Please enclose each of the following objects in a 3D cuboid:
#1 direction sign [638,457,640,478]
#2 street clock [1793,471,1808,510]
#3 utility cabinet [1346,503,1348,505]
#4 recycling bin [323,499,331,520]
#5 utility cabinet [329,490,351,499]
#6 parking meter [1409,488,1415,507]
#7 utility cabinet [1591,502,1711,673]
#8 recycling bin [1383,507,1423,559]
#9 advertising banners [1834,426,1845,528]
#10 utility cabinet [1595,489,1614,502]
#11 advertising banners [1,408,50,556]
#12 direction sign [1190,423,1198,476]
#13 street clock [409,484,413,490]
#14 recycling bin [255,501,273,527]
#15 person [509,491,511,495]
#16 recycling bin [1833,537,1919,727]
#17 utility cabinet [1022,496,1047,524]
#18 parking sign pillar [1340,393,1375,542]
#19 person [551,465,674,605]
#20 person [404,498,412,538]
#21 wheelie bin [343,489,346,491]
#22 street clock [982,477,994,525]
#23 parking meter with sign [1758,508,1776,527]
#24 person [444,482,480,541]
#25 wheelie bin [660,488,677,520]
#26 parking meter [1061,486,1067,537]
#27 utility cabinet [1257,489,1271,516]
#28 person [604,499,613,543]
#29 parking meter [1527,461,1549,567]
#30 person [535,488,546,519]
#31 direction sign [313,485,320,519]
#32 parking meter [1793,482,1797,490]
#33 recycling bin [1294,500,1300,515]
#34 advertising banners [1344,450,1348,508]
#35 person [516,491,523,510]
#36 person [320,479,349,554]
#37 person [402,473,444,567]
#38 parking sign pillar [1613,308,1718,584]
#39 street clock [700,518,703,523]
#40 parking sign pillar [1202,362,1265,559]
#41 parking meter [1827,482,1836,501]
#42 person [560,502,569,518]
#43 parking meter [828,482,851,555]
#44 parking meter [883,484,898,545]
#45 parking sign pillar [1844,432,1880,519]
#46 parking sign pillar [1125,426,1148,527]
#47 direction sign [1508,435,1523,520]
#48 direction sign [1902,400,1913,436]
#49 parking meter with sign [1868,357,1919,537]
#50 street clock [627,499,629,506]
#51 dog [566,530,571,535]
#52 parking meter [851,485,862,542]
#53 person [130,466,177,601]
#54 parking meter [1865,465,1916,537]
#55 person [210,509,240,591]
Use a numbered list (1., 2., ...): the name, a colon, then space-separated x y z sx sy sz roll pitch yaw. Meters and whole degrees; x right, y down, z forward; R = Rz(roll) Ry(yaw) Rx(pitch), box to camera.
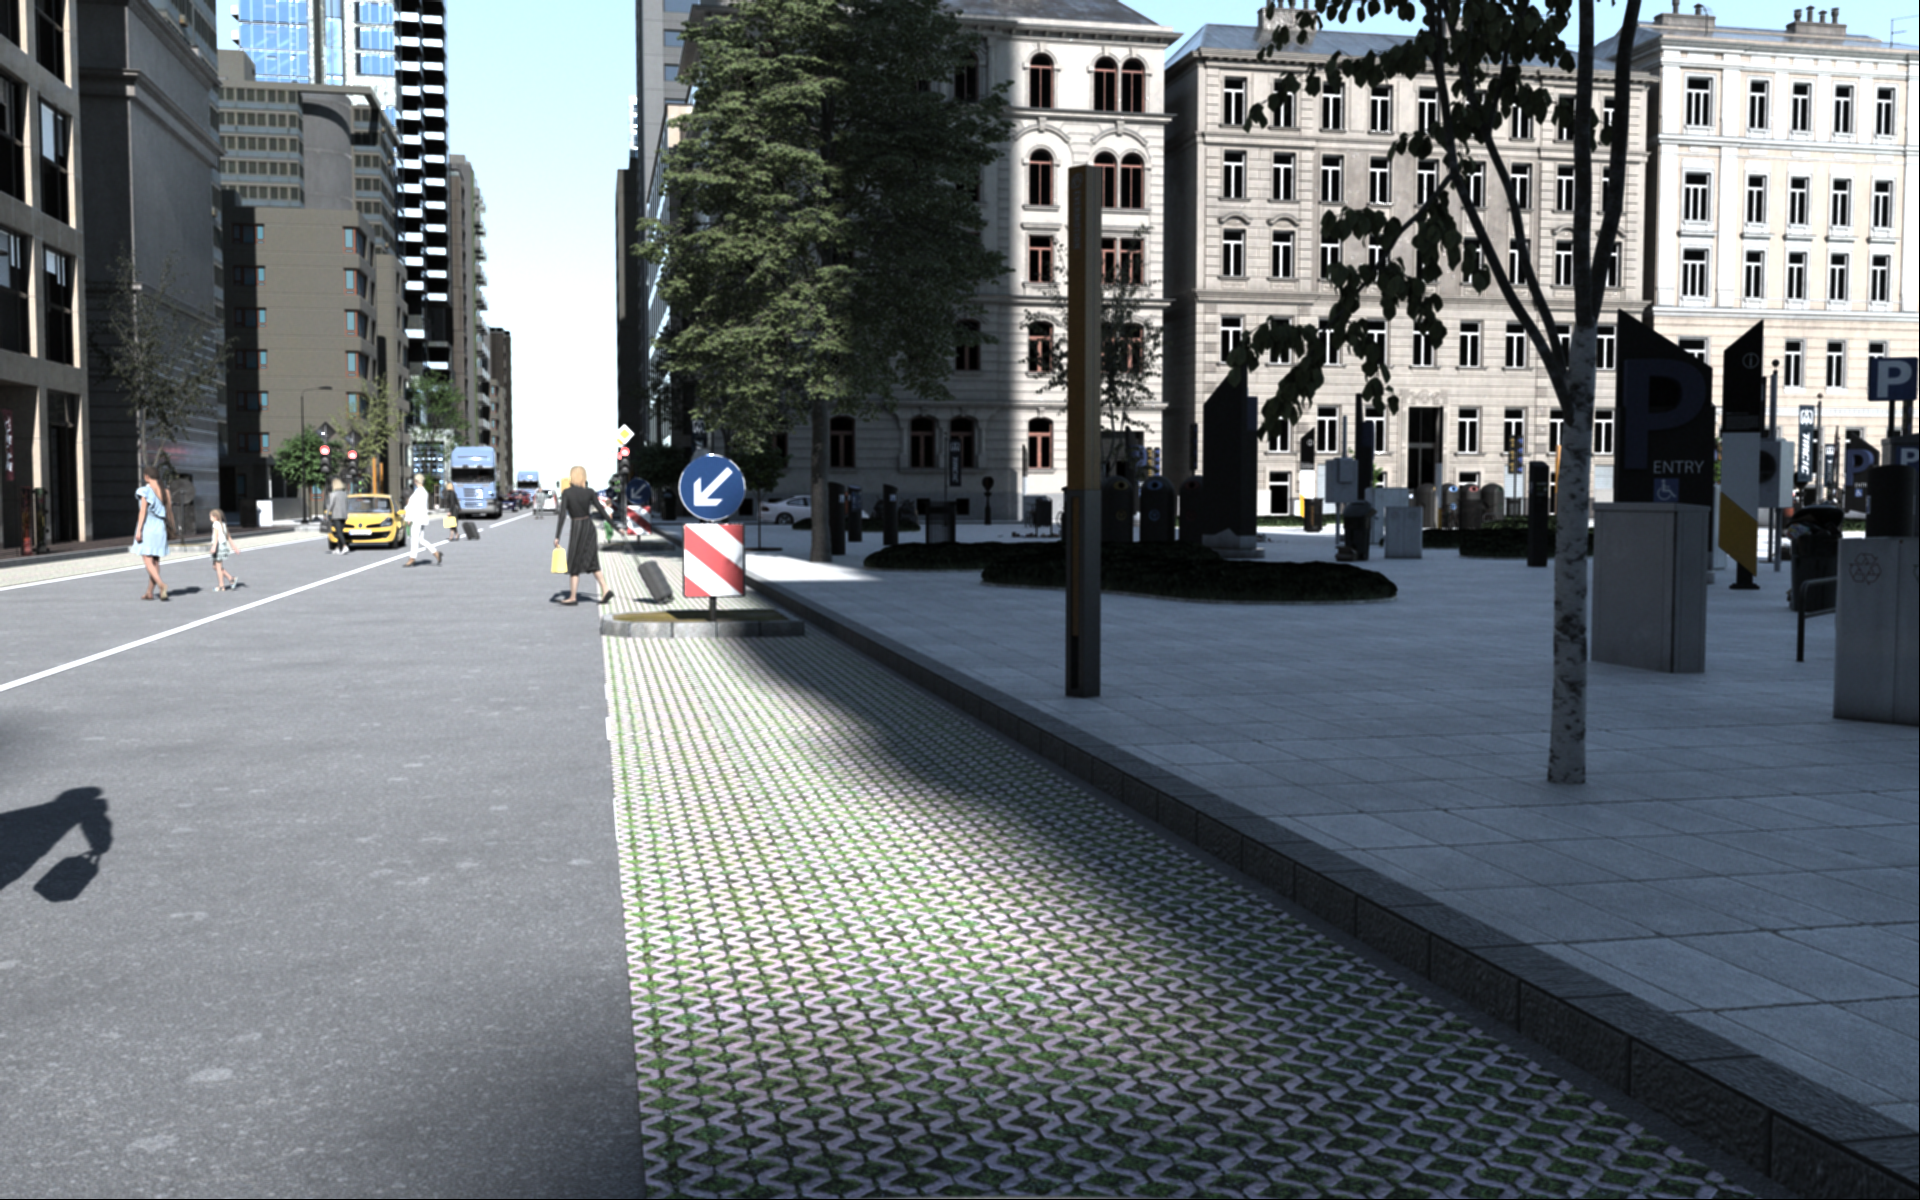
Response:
1. direction sign: -19.532 -6.945 105.553 0.379 3.537 0.876 -1 4 -22
2. street clock: 26.096 -3.010 53.784 0.471 2.002 0.358 2 4 32
3. utility cabinet: 12.331 -2.556 52.952 1.020 1.237 0.306 0 4 -3
4. recycling bin: -31.265 -4.509 86.271 0.722 1.027 0.722 -2 4 -30
5. utility cabinet: -36.193 -5.657 101.163 1.173 1.500 0.318 0 4 6
6. parking meter: 19.965 -4.184 76.820 0.372 1.533 0.369 0 3 0
7. utility cabinet: 5.115 -0.104 12.867 0.306 1.237 1.020 -1 4 -13
8. recycling bin: 8.882 -1.356 34.732 0.722 1.027 0.722 1 4 11
9. advertising banners: 22.168 -2.905 43.691 0.090 3.025 2.074 1 4 22
10. utility cabinet: 26.375 -3.765 70.236 1.173 1.500 0.318 3 5 45
11. advertising banners: -19.509 -2.444 36.145 0.090 3.025 2.074 0 4 -6
12. direction sign: 7.533 -3.909 55.909 0.379 3.537 0.876 0 4 -7
13. street clock: -40.500 -7.538 127.824 0.358 2.002 0.471 -1 4 -14
14. recycling bin: -27.246 -3.358 67.461 0.722 1.027 0.722 -3 4 -38
15. person: -56.567 -12.806 217.846 1.348 1.831 0.705 1 4 11
16. recycling bin: 5.486 0.166 9.837 0.722 1.027 0.722 -3 4 -39
17. utility cabinet: 3.185 -3.841 73.956 1.020 1.237 0.306 0 4 4
18. parking sign pillar: 10.964 -3.579 46.992 1.447 3.967 1.447 1 4 16
19. person: -4.504 -0.831 22.304 1.509 1.804 0.699 0 4 3
20. person: -17.836 -2.654 56.146 0.306 1.304 0.590 -2 4 -29
21. wheelie bin: -35.666 -5.611 99.642 0.980 1.594 0.693 1 4 9
22. street clock: 1.163 -4.139 72.239 0.358 2.002 0.471 3 5 45
23. parking meter with sign: 31.095 -4.311 66.742 1.738 3.016 0.543 1 4 21
24. person: -15.424 -2.739 53.507 0.699 1.804 1.509 2 4 29
25. wheelie bin: -14.274 -4.700 84.756 0.693 1.594 0.980 -2 4 -30
26. parking meter: 2.595 -2.004 41.169 0.372 1.533 0.369 0 3 0
27. utility cabinet: 14.328 -4.558 83.200 1.173 1.500 0.318 2 4 23
28. person: -9.449 -2.064 46.487 0.306 1.304 0.590 1 4 9
29. parking meter: 10.226 -1.524 30.631 0.255 1.863 0.399 0 4 1
30. person: -24.395 -5.627 100.603 0.635 1.810 0.391 -1 4 -13
31. direction sign: -32.635 -5.855 87.730 0.379 3.537 0.876 2 4 33
32. parking meter: 39.181 -4.640 81.582 0.255 1.863 0.399 0 4 -4
33. recycling bin: 13.987 -3.554 70.663 0.722 1.027 0.722 1 4 11
34. advertising banners: 15.201 -4.402 68.158 0.090 3.025 2.074 1 4 15
35. person: -40.650 -9.211 159.814 0.721 1.736 1.217 1 4 20
36. person: -14.883 -1.997 41.339 0.728 1.800 0.709 2 4 33
37. person: -10.632 -1.583 34.256 0.818 1.842 0.514 -1 4 -23
38. parking sign pillar: 10.181 -2.237 25.044 1.447 3.967 1.447 1 4 11
39. street clock: -7.178 -2.676 48.330 0.358 2.002 0.471 -1 4 -8
40. parking sign pillar: 5.439 -2.841 34.917 1.447 3.967 1.447 -2 4 -27
41. parking meter: 40.542 -4.580 80.598 0.399 1.863 0.255 -2 4 -33
42. person: -23.663 -5.794 103.900 0.731 1.740 0.598 -3 4 -36
43. parking meter: -2.609 -1.720 36.530 0.372 1.533 0.369 0 3 0
44. parking meter: -1.737 -2.139 43.381 0.372 1.533 0.369 0 3 0
45. parking sign pillar: 38.908 -5.274 74.707 1.447 3.967 1.447 -2 4 -28
46. parking sign pillar: 7.035 -4.930 69.072 1.447 3.967 1.447 2 4 30
47. direction sign: 21.386 -4.571 66.728 0.876 3.537 0.379 -3 4 -38
48. direction sign: 19.374 -2.659 35.475 0.379 3.537 0.876 1 4 19
49. parking meter with sign: 11.661 -1.540 21.432 0.543 3.016 1.738 1 4 19
50. street clock: -27.462 -8.476 143.157 0.471 2.002 0.358 -1 4 -10
51. dog: -13.685 -2.712 61.170 0.800 0.831 0.513 -3 5 -45
52. parking meter: -2.830 -2.338 46.631 0.372 1.533 0.369 0 3 0
53. person: -10.821 -0.901 23.331 0.778 1.811 0.616 3 5 40
54. parking meter: 8.107 -0.410 15.118 0.372 1.533 0.369 0 3 0
55. person: -10.888 -0.737 25.563 0.382 1.210 0.505 0 4 -5
